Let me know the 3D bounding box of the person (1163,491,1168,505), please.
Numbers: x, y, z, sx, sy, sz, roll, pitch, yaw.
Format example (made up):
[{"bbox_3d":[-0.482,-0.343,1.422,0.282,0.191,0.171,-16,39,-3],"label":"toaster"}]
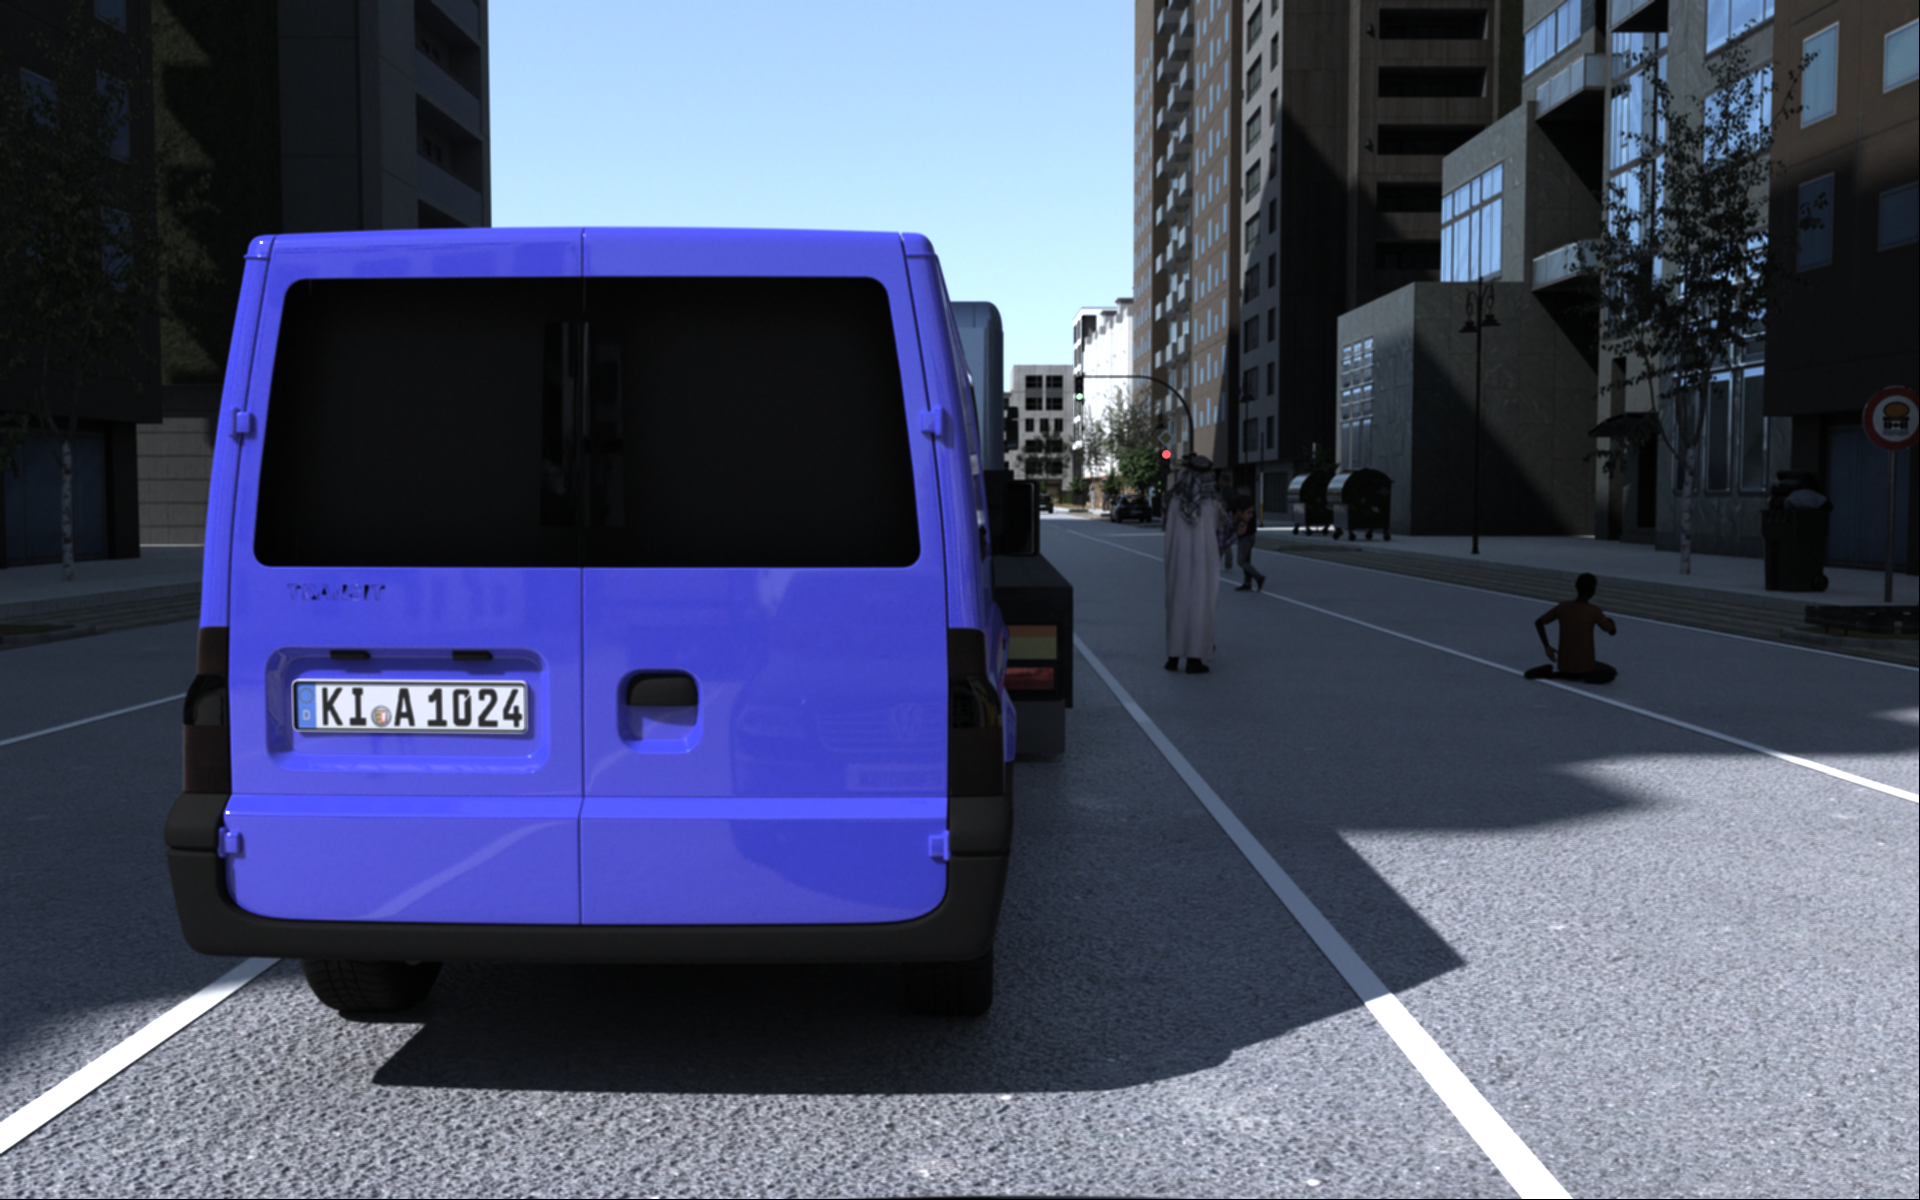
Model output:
[{"bbox_3d":[11.685,-5.635,98.892,0.841,1.734,0.376,-1,4,-16],"label":"person"}]

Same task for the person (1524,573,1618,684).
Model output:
[{"bbox_3d":[4.803,0.210,13.347,0.655,0.850,0.859,-3,5,-42],"label":"person"}]

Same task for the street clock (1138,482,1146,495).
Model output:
[{"bbox_3d":[10.469,-5.817,99.681,0.471,2.002,0.358,0,4,6],"label":"street clock"}]

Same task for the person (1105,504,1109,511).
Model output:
[{"bbox_3d":[11.271,-7.138,133.225,0.381,0.543,0.357,1,4,19],"label":"person"}]

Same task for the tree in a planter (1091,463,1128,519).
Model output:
[{"bbox_3d":[8.752,-6.240,99.254,1.991,3.239,1.994,0,4,0],"label":"tree in a planter"}]

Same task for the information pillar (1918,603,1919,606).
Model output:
[{"bbox_3d":[11.139,-1.719,19.468,0.183,3.616,0.504,-3,4,-36],"label":"information pillar"}]

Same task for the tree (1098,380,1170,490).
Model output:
[{"bbox_3d":[11.308,-9.792,110.457,4.360,8.622,3.978,0,3,0],"label":"tree"}]

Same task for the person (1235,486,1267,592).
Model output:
[{"bbox_3d":[4.233,-0.901,25.438,0.569,1.553,0.471,-3,5,-42],"label":"person"}]

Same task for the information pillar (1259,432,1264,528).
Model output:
[{"bbox_3d":[11.529,-4.573,66.123,0.183,3.616,0.504,1,4,10],"label":"information pillar"}]

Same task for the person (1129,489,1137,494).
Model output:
[{"bbox_3d":[12.319,-7.090,123.418,0.566,1.644,0.517,0,4,4],"label":"person"}]

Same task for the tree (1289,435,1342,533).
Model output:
[{"bbox_3d":[11.831,-3.821,57.068,1.663,3.219,1.824,0,3,0],"label":"tree"}]

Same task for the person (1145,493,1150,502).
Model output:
[{"bbox_3d":[13.312,-6.893,122.648,0.340,1.345,0.435,3,4,37],"label":"person"}]

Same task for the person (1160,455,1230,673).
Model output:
[{"bbox_3d":[1.892,-0.294,13.971,0.551,1.740,0.621,0,4,3],"label":"person"}]

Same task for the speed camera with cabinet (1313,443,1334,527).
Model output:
[{"bbox_3d":[14.411,-4.465,67.334,2.038,3.252,0.660,0,4,0],"label":"speed camera with cabinet"}]

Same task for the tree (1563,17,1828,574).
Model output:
[{"bbox_3d":[11.717,-4.735,27.785,4.360,8.622,3.978,0,3,0],"label":"tree"}]

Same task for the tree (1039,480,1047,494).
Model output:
[{"bbox_3d":[10.267,-13.345,212.785,1.663,3.219,1.824,0,3,0],"label":"tree"}]

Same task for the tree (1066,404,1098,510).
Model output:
[{"bbox_3d":[10.657,-11.535,138.957,4.360,8.622,3.978,0,3,0],"label":"tree"}]

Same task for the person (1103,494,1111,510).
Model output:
[{"bbox_3d":[11.513,-7.922,135.431,0.709,1.838,0.599,-1,4,-11],"label":"person"}]

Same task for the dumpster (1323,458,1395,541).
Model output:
[{"bbox_3d":[11.073,-2.773,47.826,1.502,2.255,1.985,0,4,0],"label":"dumpster"}]

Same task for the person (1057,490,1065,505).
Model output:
[{"bbox_3d":[12.226,-12.397,209.453,1.217,1.735,0.721,2,4,34],"label":"person"}]

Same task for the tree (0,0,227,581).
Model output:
[{"bbox_3d":[-13.185,-4.601,25.582,4.737,8.622,4.395,0,3,0],"label":"tree"}]

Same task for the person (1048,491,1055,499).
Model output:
[{"bbox_3d":[8.630,-9.692,167.787,1.217,1.723,0.721,-1,4,-19],"label":"person"}]

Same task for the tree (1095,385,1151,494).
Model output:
[{"bbox_3d":[11.145,-10.147,116.265,4.737,8.622,4.395,0,3,0],"label":"tree"}]

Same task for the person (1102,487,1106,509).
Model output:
[{"bbox_3d":[11.881,-8.241,140.654,0.599,1.838,0.709,2,4,25],"label":"person"}]

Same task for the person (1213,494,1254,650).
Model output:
[{"bbox_3d":[2.319,-0.245,15.746,0.697,1.427,0.421,1,4,19],"label":"person"}]

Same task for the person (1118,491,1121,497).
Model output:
[{"bbox_3d":[13.733,-8.725,149.229,0.617,1.759,0.750,2,4,28],"label":"person"}]

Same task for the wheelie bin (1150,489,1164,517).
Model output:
[{"bbox_3d":[11.105,-5.488,97.636,0.693,1.594,0.980,1,4,20],"label":"wheelie bin"}]

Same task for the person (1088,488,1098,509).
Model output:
[{"bbox_3d":[11.095,-8.449,144.336,0.875,1.805,0.789,3,4,38],"label":"person"}]

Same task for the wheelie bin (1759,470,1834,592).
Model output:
[{"bbox_3d":[11.028,-0.914,22.857,0.693,1.594,0.980,-1,4,-18],"label":"wheelie bin"}]

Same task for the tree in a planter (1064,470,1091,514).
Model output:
[{"bbox_3d":[8.619,-7.888,126.197,1.991,3.239,1.994,0,4,0],"label":"tree in a planter"}]

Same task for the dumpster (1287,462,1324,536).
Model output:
[{"bbox_3d":[11.082,-3.132,53.706,1.502,2.255,1.985,0,4,0],"label":"dumpster"}]

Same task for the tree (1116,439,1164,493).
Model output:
[{"bbox_3d":[10.947,-7.352,103.919,4.285,4.588,4.351,0,3,0],"label":"tree"}]

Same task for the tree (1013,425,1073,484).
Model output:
[{"bbox_3d":[11.079,-17.880,226.756,8.767,10.594,7.601,0,4,-2],"label":"tree"}]
